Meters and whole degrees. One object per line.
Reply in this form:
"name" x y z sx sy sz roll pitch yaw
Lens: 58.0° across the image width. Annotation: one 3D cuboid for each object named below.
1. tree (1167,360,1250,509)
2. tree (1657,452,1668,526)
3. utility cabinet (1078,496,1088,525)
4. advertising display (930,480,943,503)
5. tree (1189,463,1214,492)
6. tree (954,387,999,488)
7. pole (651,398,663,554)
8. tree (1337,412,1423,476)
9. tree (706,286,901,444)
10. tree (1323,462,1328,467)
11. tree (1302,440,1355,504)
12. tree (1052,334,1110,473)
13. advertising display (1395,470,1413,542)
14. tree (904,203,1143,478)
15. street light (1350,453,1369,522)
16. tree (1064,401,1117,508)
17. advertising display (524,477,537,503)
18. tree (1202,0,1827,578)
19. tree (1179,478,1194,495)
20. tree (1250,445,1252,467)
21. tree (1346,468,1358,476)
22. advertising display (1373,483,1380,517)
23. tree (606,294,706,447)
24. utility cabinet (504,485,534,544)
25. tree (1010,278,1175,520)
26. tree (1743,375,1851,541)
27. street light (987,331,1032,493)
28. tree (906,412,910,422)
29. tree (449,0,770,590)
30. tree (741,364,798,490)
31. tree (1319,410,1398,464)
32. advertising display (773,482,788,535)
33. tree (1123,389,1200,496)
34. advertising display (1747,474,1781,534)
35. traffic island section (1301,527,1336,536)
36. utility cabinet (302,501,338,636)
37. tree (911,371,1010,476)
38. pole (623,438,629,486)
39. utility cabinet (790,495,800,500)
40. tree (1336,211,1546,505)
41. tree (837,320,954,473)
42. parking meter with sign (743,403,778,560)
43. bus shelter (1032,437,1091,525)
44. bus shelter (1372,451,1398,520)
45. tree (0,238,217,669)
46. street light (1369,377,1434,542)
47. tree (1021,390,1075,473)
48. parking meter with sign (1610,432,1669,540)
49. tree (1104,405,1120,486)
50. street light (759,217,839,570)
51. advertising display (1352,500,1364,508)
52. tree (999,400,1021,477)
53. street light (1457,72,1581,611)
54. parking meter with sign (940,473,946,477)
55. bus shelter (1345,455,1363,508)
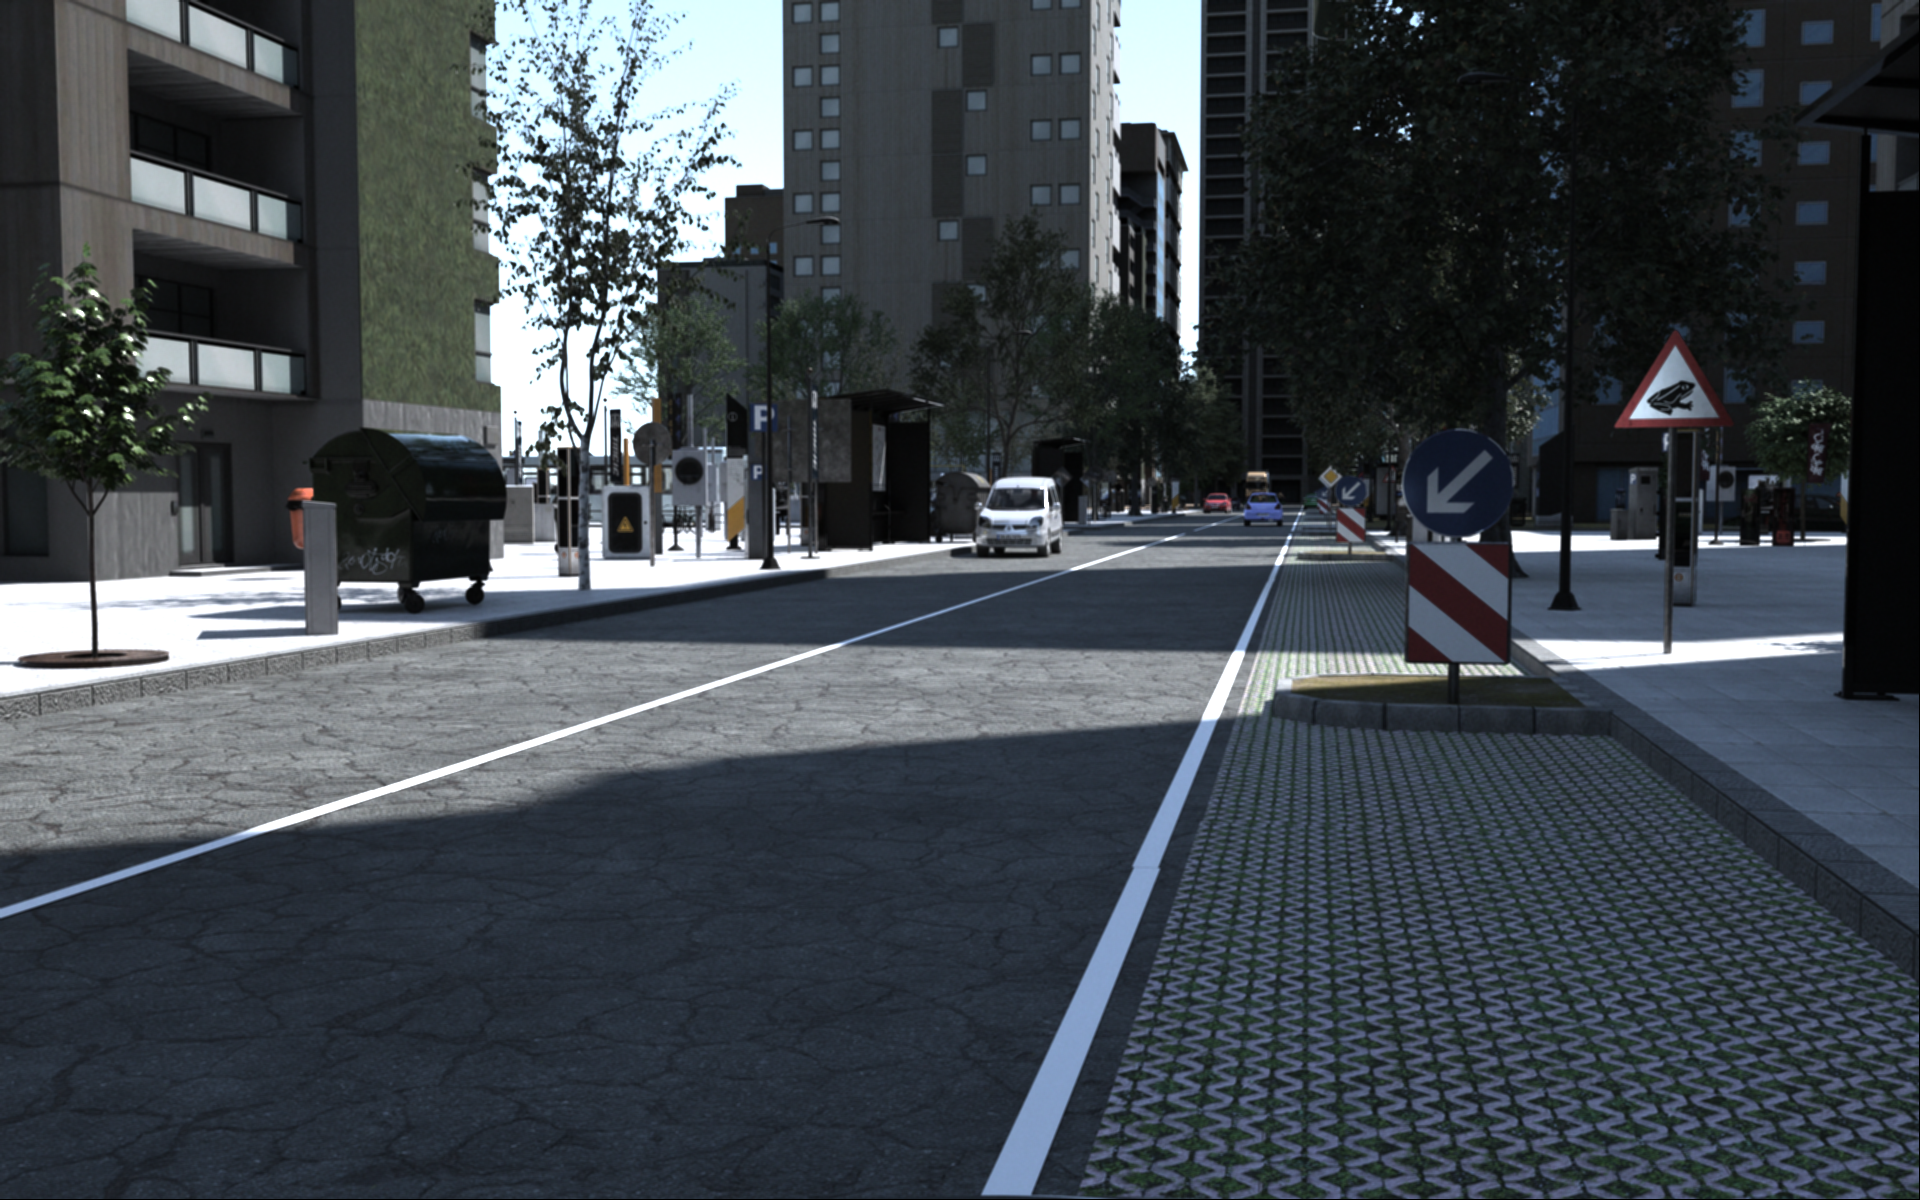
"tree" 20.088 -13.966 146.478 7.486 12.596 7.792 0 3 0
"tree" 28.477 -4.578 69.446 1.663 3.219 1.824 0 3 0
"utility cabinet" 5.092 -3.711 71.833 0.306 1.237 1.020 1 4 10
"advertising display" -1.116 -4.645 81.153 0.123 1.923 0.974 -2 4 -34
"tree" 21.756 -10.770 159.797 4.285 4.588 4.351 0 3 0
"tree" -0.512 -9.626 107.742 4.360 8.622 3.978 0 3 0
"pole" -6.449 -2.631 36.864 0.158 3.312 0.155 0 3 0
"tree" 19.012 -7.535 73.553 4.360 8.622 3.978 0 3 0
"tree" -6.976 -9.779 85.648 9.928 11.665 9.643 0 3 0
"tree" 24.321 -9.366 103.494 4.737 8.622 4.395 0 3 0
"tree" 46.500 -18.263 216.721 7.486 12.596 7.792 0 3 0
"tree" 10.180 -11.287 101.557 9.611 12.733 9.660 0 3 0
"advertising display" 12.063 -2.498 46.050 0.974 1.923 0.123 1 4 9
"tree" 1.542 -7.425 55.804 7.601 10.594 8.767 3 5 40
"street light" 14.258 -5.329 59.675 1.470 5.913 1.316 1 4 11
"tree" 9.938 -10.998 130.184 4.737 8.622 4.395 0 3 0
"advertising display" -16.040 -3.702 65.740 0.974 1.923 0.123 0 4 4
"tree" 8.179 -6.699 26.530 9.611 12.733 9.660 0 3 0
"tree" 17.639 -8.806 138.587 1.663 3.219 1.824 0 3 0
"tree" 27.435 -16.468 187.380 7.486 12.596 7.792 0 3 0
"tree" 29.006 -8.158 127.981 1.663 3.219 1.824 0 3 0
"advertising display" 23.716 -5.668 97.889 0.974 1.923 0.123 -3 4 -37
"tree" -14.633 -9.991 89.109 9.928 11.665 9.643 0 3 0
"utility cabinet" -11.493 -2.174 44.229 1.173 1.500 0.318 -1 4 -9
"tree" 6.468 -9.731 84.862 9.928 11.665 9.643 0 3 0
"tree" 23.452 -3.926 47.906 4.285 4.588 4.351 0 3 0
"street light" 1.346 -4.708 49.509 1.470 5.913 1.316 1 4 11
"tree" -3.137 -11.310 135.281 4.737 8.622 4.395 0 3 0
"tree" -4.906 -4.453 23.164 4.360 8.622 3.978 0 3 0
"tree" -10.416 -9.034 98.074 4.737 8.622 4.395 0 3 0
"tree" 26.036 -10.804 111.058 7.601 10.594 8.767 2 4 26
"advertising display" -5.845 -3.002 54.295 0.974 1.923 0.123 -1 4 -21
"tree" 14.231 -10.298 118.736 4.360 8.622 3.978 0 3 0
"advertising display" 25.508 -3.045 55.007 0.974 1.923 0.123 2 4 25
"traffic island section" 12.865 -2.312 60.080 2.009 0.180 2.903 1 4 11
"utility cabinet" -5.969 -0.307 16.187 0.306 1.237 1.020 -1 4 -21
"tree" 0.507 -9.276 102.021 4.737 8.622 4.395 0 3 0
"pole" -12.116 -4.226 62.932 0.158 3.312 0.155 0 3 0
"utility cabinet" -11.228 -6.475 117.028 1.020 1.237 0.306 1 4 22
"tree" 12.268 -5.648 42.709 4.737 8.622 4.395 0 3 0
"tree" -3.292 -7.578 74.257 4.360 8.622 3.978 0 3 0
"parking meter with sign" -3.997 -2.321 34.207 0.543 3.016 1.738 -1 4 -15
"bus shelter" 4.376 -5.066 74.108 1.731 3.624 6.357 1 4 11
"bus shelter" 20.910 -5.479 83.500 2.014 3.302 5.546 1 4 11
"tree" -6.519 -1.140 13.239 1.663 3.219 1.824 0 3 0
"street light" 10.196 -4.093 39.467 1.470 5.913 1.316 1 4 11
"tree" 6.882 -10.692 125.181 4.360 8.622 3.978 0 3 0
"parking meter with sign" 19.233 -3.214 48.808 1.738 3.016 0.543 -1 4 -13
"tree" 11.972 -11.539 139.031 4.360 8.622 3.978 0 3 0
"street light" -2.711 -3.472 29.300 1.470 5.913 1.316 1 4 11
"advertising display" 19.854 -4.967 86.426 0.123 1.923 0.974 3 5 43
"tree" 3.832 -11.059 131.178 4.360 8.622 3.978 0 3 0
"street light" 6.180 -2.851 19.163 1.470 5.913 1.316 1 4 11
"parking meter with sign" -0.824 -9.028 143.874 0.543 3.016 1.738 3 5 44
"bus shelter" 31.008 -9.623 134.974 2.179 5.291 8.768 1 4 11
